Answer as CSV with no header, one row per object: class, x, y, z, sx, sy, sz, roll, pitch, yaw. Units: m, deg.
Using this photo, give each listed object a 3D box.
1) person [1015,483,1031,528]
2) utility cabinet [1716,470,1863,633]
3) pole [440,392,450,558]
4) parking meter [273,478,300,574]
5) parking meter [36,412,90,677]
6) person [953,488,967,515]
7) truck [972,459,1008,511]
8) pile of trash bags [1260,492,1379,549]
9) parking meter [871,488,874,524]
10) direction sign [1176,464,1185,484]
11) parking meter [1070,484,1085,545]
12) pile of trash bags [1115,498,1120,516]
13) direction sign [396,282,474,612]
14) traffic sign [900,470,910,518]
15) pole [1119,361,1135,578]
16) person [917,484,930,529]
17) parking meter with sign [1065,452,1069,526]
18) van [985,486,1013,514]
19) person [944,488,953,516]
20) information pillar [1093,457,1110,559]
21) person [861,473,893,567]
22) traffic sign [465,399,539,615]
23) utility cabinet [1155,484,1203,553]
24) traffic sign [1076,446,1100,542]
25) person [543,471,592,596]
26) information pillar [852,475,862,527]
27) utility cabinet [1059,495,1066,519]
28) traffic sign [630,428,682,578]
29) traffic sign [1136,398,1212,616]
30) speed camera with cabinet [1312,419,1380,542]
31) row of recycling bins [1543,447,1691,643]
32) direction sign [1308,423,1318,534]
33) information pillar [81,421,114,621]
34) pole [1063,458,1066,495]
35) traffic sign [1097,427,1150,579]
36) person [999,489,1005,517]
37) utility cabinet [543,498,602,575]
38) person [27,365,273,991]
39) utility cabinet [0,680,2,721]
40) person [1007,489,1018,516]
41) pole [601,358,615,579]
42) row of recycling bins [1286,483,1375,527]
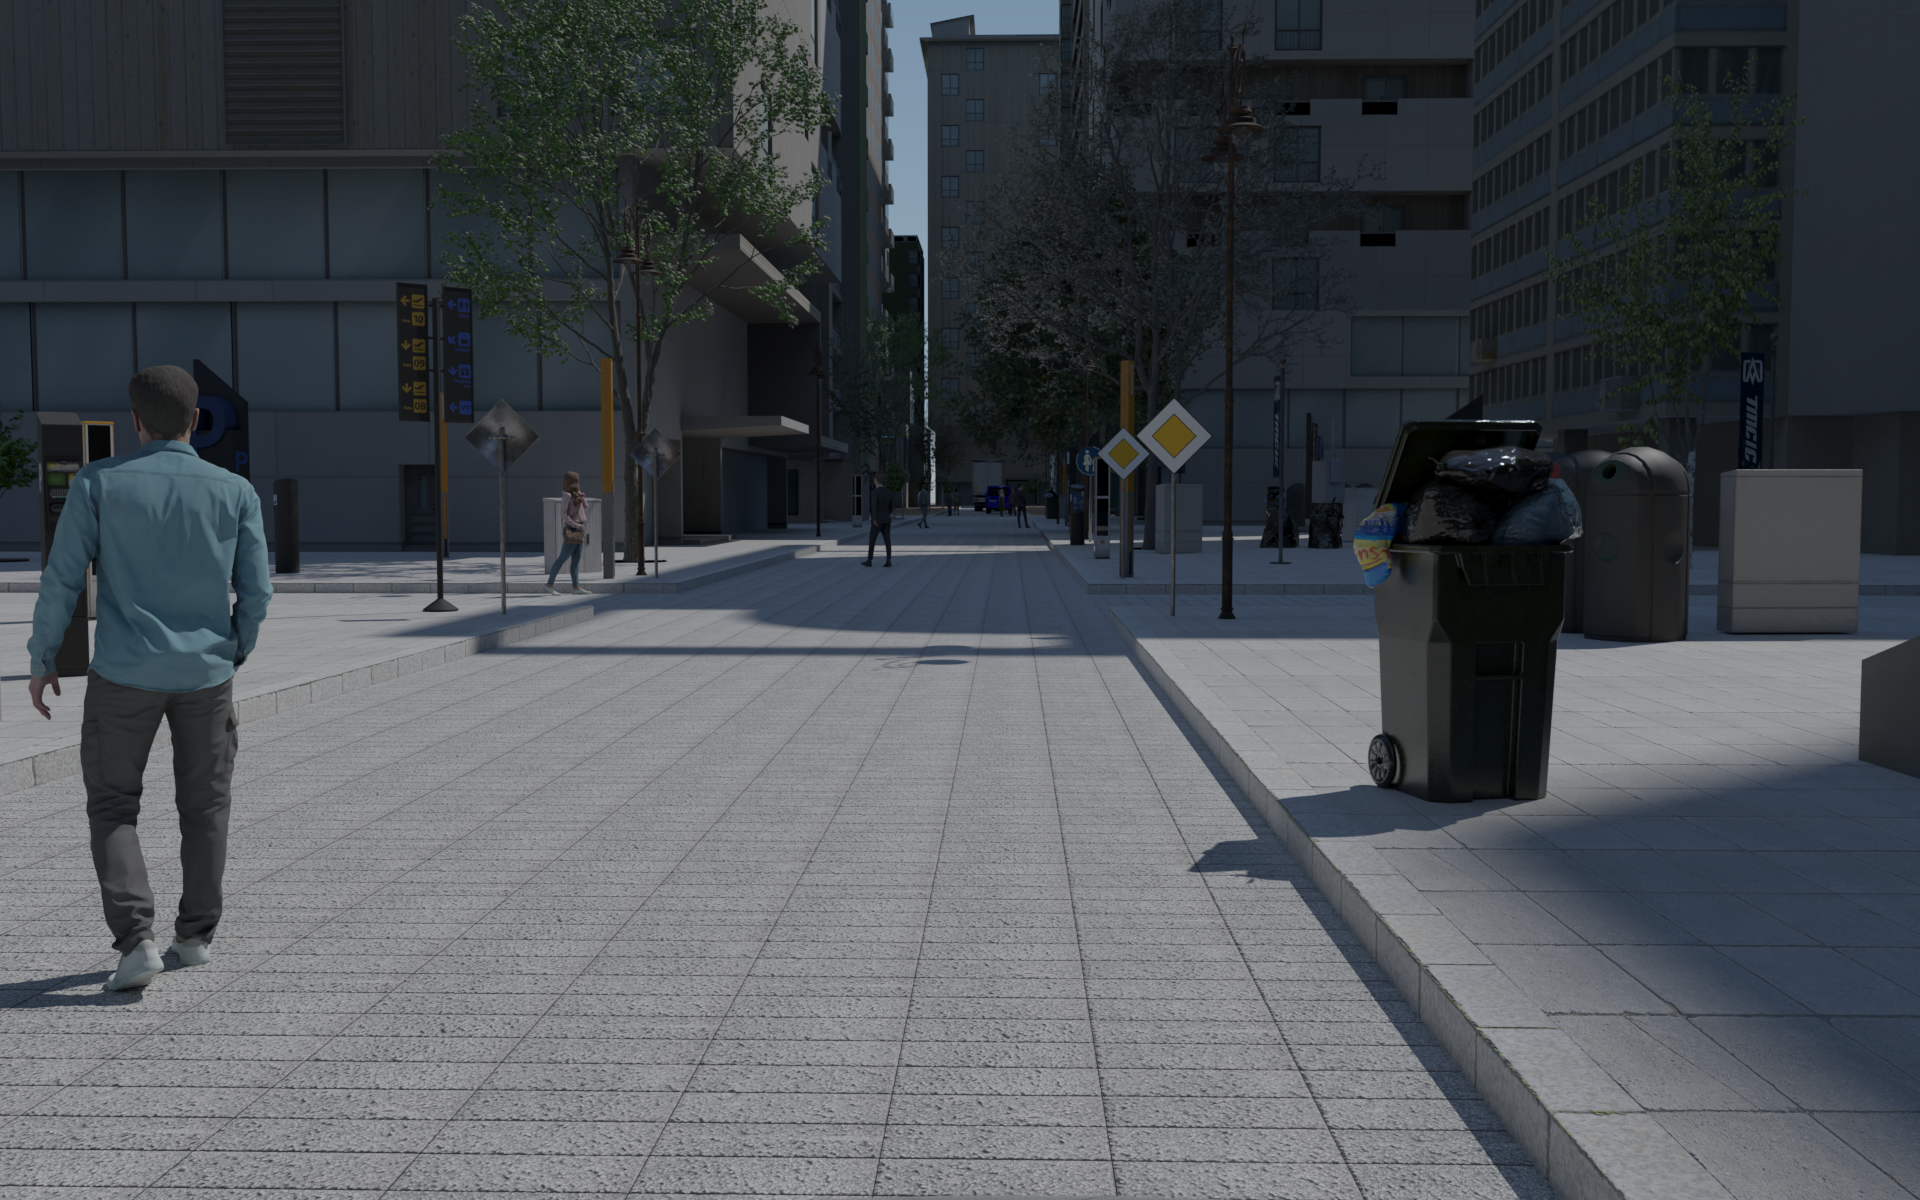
person,2.643,-4.003,73.316,0.648,1.900,0.474,3,5,41
utility cabinet,7.604,-0.442,15.902,1.173,1.500,0.318,0,4,-2
pole,-10.377,-2.500,34.725,0.158,3.312,0.155,0,3,0
parking meter,-10.903,-1.201,28.041,0.372,1.533,0.369,0,3,0
parking meter,-6.322,-0.397,12.209,0.255,1.863,0.399,-2,4,-33
person,-0.218,-6.688,117.852,1.348,1.824,0.705,1,4,18
truck,2.520,-9.596,145.813,2.839,4.237,11.283,0,4,3
pile of trash bags,8.804,-1.927,41.265,3.447,1.369,1.912,2,4,32
parking meter,-3.578,-3.960,73.150,0.372,1.533,0.369,0,3,0
direction sign,8.418,-4.543,66.269,0.379,3.537,0.876,-1,4,-17
parking meter,2.949,-2.145,43.475,0.372,1.533,0.369,0,3,0
pile of trash bags,10.649,-5.459,99.010,3.447,1.369,1.912,0,4,-6
direction sign,-5.690,-1.644,18.869,0.876,3.537,0.379,-3,5,-44
traffic sign,-2.962,-5.484,89.762,0.768,2.556,0.104,0,4,4
pole,2.566,-2.003,26.593,0.158,3.312,0.155,0,3,0
person,-1.486,-3.881,72.048,0.679,1.850,0.850,3,5,41
parking meter with sign,4.489,-4.519,70.147,0.543,3.016,1.738,0,4,6
van,2.893,-7.481,126.692,2.240,2.365,5.245,0,4,3
person,-0.703,-6.378,112.866,0.705,1.814,1.350,-1,4,-23
information pillar,2.806,-1.820,34.244,0.304,2.012,0.304,0,4,-1
person,-1.619,-1.573,33.997,0.659,1.850,0.755,-3,5,-41
traffic sign,-4.855,-0.902,18.383,0.795,2.450,0.064,0,4,2
utility cabinet,4.733,-1.761,37.477,1.173,1.500,0.318,-3,5,-40
traffic sign,3.497,-2.829,46.367,0.768,2.556,0.104,0,4,8
person,-5.577,-0.946,24.565,0.643,1.750,0.593,0,4,-4
information pillar,-3.951,-3.797,66.568,0.304,2.012,0.304,-2,4,-26
utility cabinet,5.193,-4.852,90.494,1.020,1.237,0.306,-2,4,-24
traffic sign,-4.629,-1.390,26.365,0.795,2.450,0.064,0,4,2
traffic sign,2.236,-0.888,18.162,0.795,2.450,0.064,0,4,2
speed camera with cabinet,10.300,-3.156,45.936,2.038,3.252,0.660,-2,4,-29
row of recycling bins,5.791,-0.583,16.646,1.069,1.692,3.534,-1,4,-10
direction sign,11.371,-3.886,55.526,0.379,3.537,0.876,1,4,21
information pillar,-8.830,-0.806,17.665,0.304,2.012,0.304,3,4,36
pole,5.944,-6.405,98.561,0.158,3.312,0.155,0,3,0
traffic sign,2.462,-1.376,26.144,0.795,2.450,0.064,0,4,2
person,2.731,-6.132,109.481,0.721,1.736,1.217,0,4,3
utility cabinet,-6.259,-1.032,28.033,0.306,1.237,1.020,2,4,33
person,-2.387,0.206,5.153,0.660,1.820,0.620,-3,4,-37
utility cabinet,-5.944,0.086,9.752,1.020,1.237,0.306,1,4,12
person,3.412,-6.315,112.299,0.990,1.755,0.434,3,5,39
pole,-5.317,-1.976,26.151,0.158,3.312,0.155,0,3,0
row of recycling bins,14.154,-3.593,65.853,3.534,1.692,1.069,-1,4,-11
